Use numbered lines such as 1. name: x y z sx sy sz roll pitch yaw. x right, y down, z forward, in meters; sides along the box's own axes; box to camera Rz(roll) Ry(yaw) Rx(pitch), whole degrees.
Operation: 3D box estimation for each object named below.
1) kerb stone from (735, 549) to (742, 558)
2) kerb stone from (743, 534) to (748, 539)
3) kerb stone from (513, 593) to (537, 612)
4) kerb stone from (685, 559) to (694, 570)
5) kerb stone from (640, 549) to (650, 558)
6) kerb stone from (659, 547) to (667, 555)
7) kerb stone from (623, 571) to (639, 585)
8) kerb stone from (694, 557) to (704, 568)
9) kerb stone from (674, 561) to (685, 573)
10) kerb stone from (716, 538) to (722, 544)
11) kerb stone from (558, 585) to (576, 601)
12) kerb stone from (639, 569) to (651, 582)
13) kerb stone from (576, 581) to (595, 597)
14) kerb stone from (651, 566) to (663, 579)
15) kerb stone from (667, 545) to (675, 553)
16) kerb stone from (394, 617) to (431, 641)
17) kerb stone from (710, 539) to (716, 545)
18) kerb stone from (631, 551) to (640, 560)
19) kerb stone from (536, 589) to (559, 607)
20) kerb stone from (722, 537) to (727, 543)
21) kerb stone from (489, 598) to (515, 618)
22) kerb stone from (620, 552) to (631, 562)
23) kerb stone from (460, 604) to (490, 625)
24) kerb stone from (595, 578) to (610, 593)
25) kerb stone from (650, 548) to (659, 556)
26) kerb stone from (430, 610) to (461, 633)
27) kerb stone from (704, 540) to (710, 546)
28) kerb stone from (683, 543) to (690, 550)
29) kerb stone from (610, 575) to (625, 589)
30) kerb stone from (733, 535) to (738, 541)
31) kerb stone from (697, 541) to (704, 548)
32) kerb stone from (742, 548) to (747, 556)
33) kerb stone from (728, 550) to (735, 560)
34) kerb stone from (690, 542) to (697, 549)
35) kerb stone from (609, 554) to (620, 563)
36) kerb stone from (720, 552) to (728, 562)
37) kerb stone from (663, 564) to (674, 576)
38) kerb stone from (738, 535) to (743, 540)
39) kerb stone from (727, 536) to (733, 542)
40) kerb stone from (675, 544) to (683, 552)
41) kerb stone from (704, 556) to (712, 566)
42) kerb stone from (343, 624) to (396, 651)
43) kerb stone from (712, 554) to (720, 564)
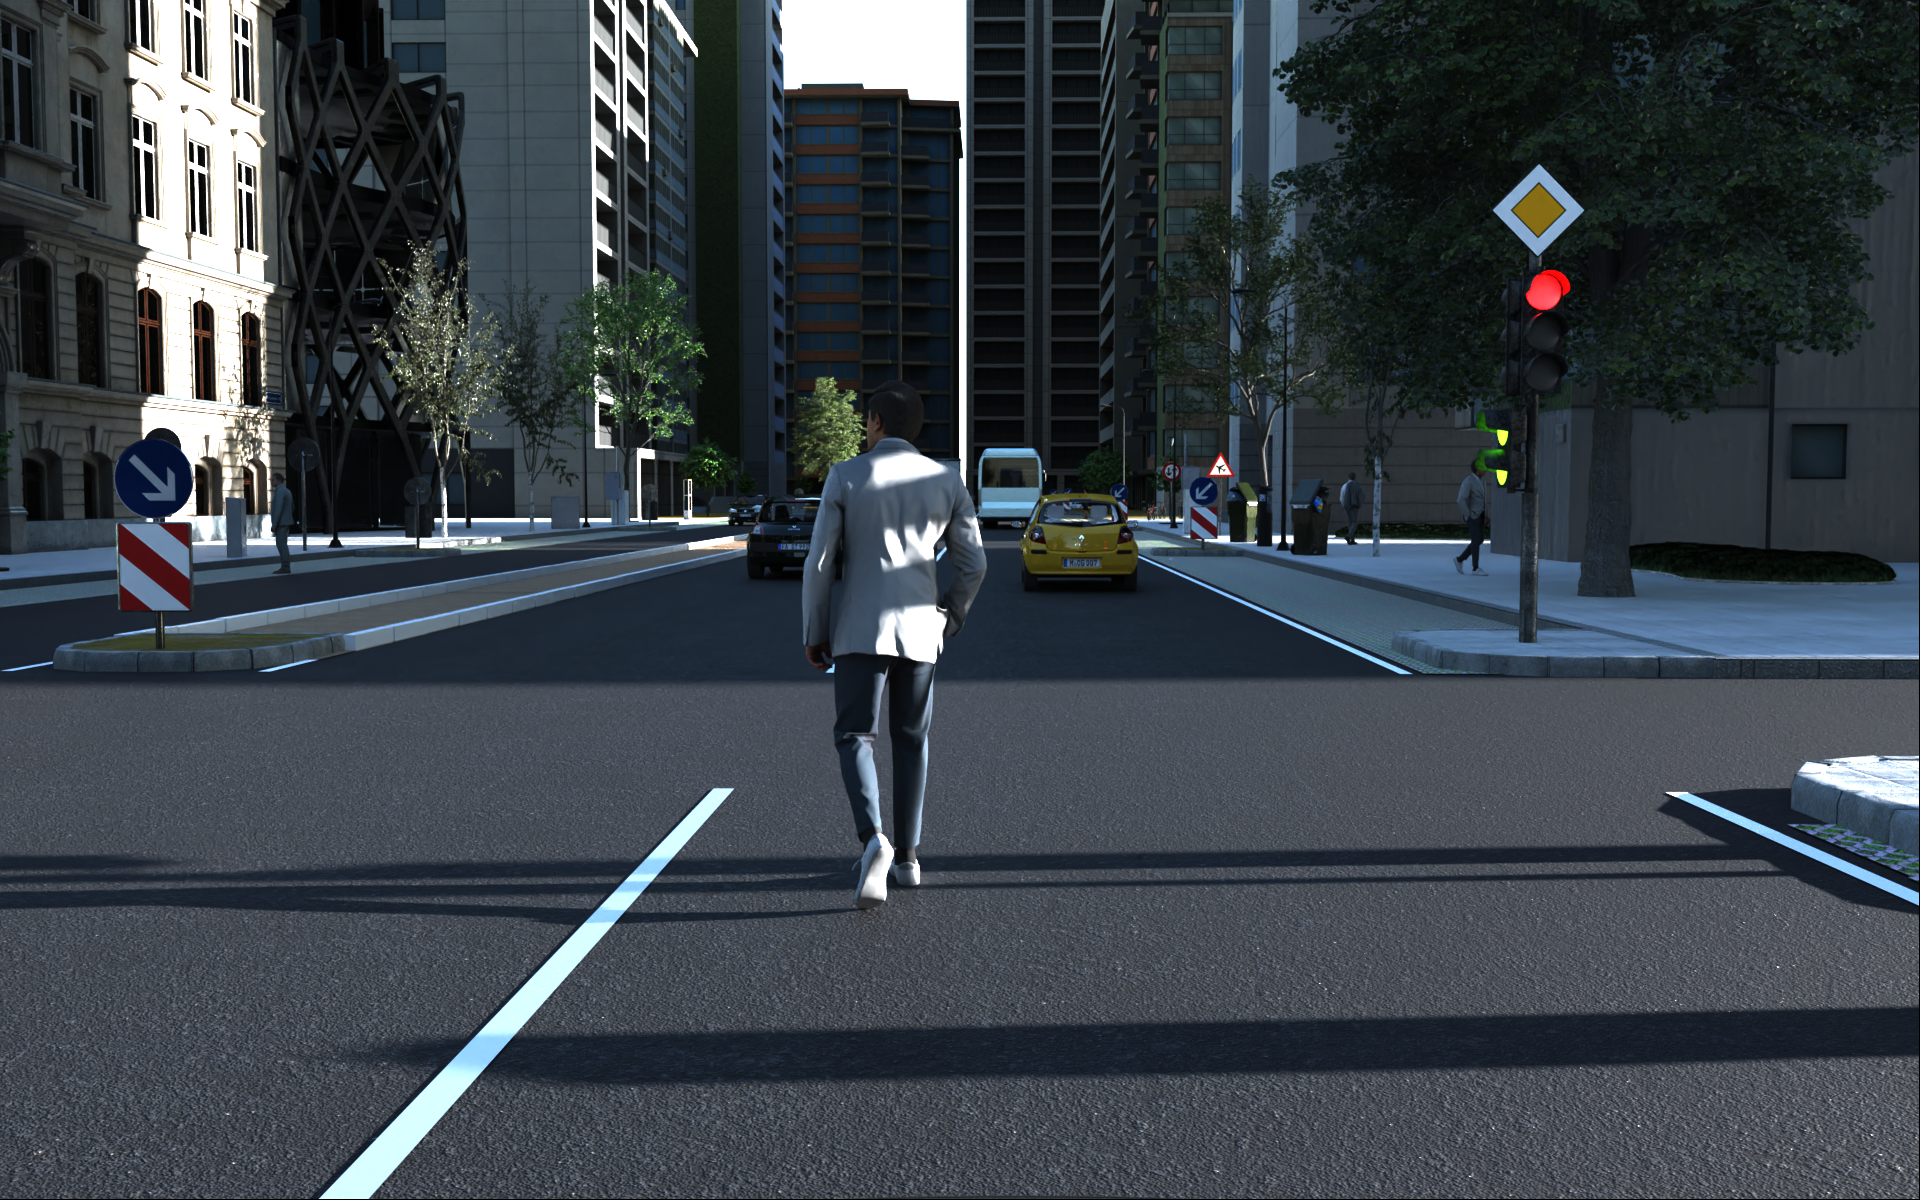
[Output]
1. kerb stone: -5.082 -1.013 38.813 0.120 0.150 1.000 0 4 1
2. kerb stone: -6.847 -1.957 54.190 0.120 0.150 1.000 0 4 1
3. kerb stone: -5.439 0.050 21.372 0.120 0.150 1.000 0 4 1
4. kerb stone: -5.204 -0.640 32.664 0.120 0.150 1.000 0 4 1
5. kerb stone: -7.171 -1.017 38.829 0.120 0.150 1.000 0 4 1
6. kerb stone: -7.131 -1.143 40.883 0.120 0.150 1.000 0 4 1
7. kerb stone: -5.314 -0.327 27.549 0.120 0.150 1.000 0 4 1
8. kerb stone: -5.177 -0.703 33.691 0.120 0.150 1.000 0 4 1
9. kerb stone: -5.222 -0.578 31.640 0.120 0.150 1.000 0 4 1
10. kerb stone: -6.962 -1.643 49.069 0.120 0.150 1.000 0 4 1
11. kerb stone: -5.407 -0.076 23.440 0.120 0.150 1.000 0 4 1
12. kerb stone: -5.294 -0.388 28.575 0.120 0.150 1.000 0 4 1
13. kerb stone: -5.373 -0.139 24.466 0.120 0.150 1.000 0 4 1
14. kerb stone: -5.273 -0.453 29.597 0.120 0.150 1.000 0 4 1
15. kerb stone: -7.111 -1.206 41.907 0.120 0.150 1.000 0 4 1
16. kerb stone: -5.528 0.301 17.282 0.120 0.150 1.000 0 4 1
17. kerb stone: -6.981 -1.580 48.047 0.120 0.150 1.000 0 4 1
18. kerb stone: -7.193 -0.955 37.804 0.120 0.150 1.000 0 4 1
19. kerb stone: -5.415 -0.013 22.412 0.120 0.150 1.000 0 4 1
20. kerb stone: -6.937 -1.706 50.094 0.120 0.150 1.000 0 4 1
21. kerb stone: -5.463 0.113 20.348 0.120 0.150 1.000 0 4 1
22. kerb stone: -7.213 -0.891 36.782 0.120 0.150 1.000 0 4 1
23. kerb stone: -5.486 0.178 19.326 0.120 0.150 1.000 0 4 1
24. kerb stone: -5.357 -0.202 25.496 0.120 0.150 1.000 0 4 1
25. kerb stone: -7.151 -1.078 39.862 0.120 0.150 1.000 0 4 1
26. kerb stone: -5.513 0.243 18.304 0.120 0.150 1.000 0 4 1
27. kerb stone: -6.997 -1.519 47.024 0.120 0.150 1.000 0 4 1
28. kerb stone: -7.068 -1.330 43.951 0.120 0.150 1.000 0 4 1
29. kerb stone: -5.340 -0.259 26.524 0.120 0.150 1.000 0 4 1
30. kerb stone: -6.886 -1.832 52.146 0.120 0.150 1.000 0 4 1
31. kerb stone: -7.012 -1.456 45.994 0.120 0.150 1.000 0 4 1
32. kerb stone: -5.059 -1.079 39.835 0.120 0.150 1.000 0 4 1
33. kerb stone: -5.093 -0.950 37.784 0.120 0.150 1.000 0 4 1
34. kerb stone: -7.036 -1.393 44.972 0.120 0.150 1.000 0 4 1
35. kerb stone: -7.239 -0.827 35.760 0.120 0.150 1.000 0 4 1
36. kerb stone: -5.115 -0.891 36.757 0.120 0.150 1.000 0 4 1
37. kerb stone: -5.249 -0.515 30.618 0.120 0.150 1.000 0 4 1
38. kerb stone: -6.868 -1.894 53.168 0.120 0.150 1.000 0 4 1
39. kerb stone: -6.912 -1.769 51.116 0.120 0.150 1.000 0 4 1
40. kerb stone: -7.080 -1.266 42.928 0.120 0.150 1.000 0 4 1
41. kerb stone: -5.160 -0.765 34.713 0.120 0.150 1.000 0 4 1
42. kerb stone: -5.551 0.363 16.259 0.120 0.150 1.000 0 4 1
43. kerb stone: -5.136 -0.828 35.735 0.120 0.150 1.000 0 4 1
